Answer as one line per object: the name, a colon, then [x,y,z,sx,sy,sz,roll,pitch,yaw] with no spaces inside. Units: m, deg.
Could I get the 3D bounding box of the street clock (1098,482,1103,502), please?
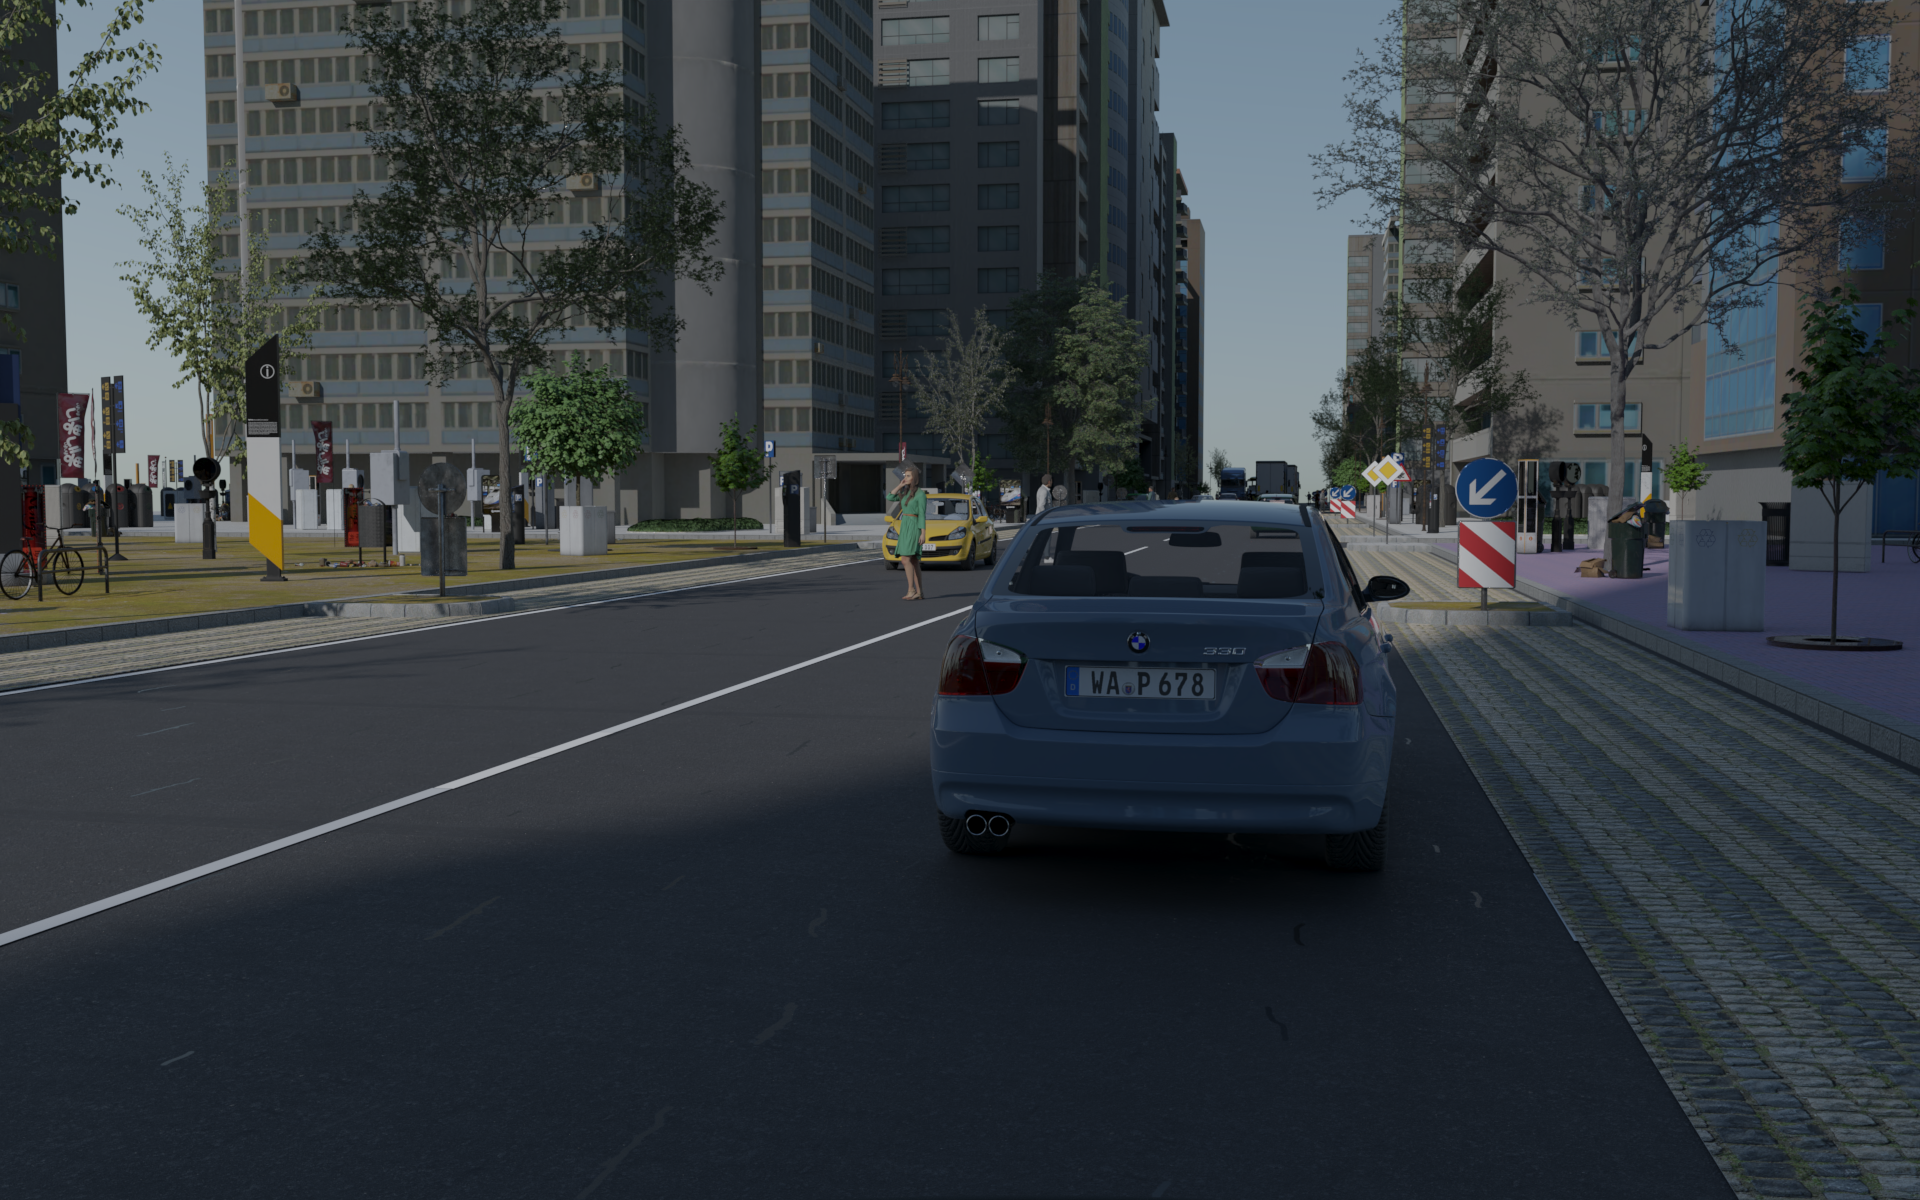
street clock: [8.644,-6.240,106.595,0.358,2.002,0.471,1,4,22]

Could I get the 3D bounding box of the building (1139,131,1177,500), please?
building: [16.351,-31.079,191.733,14.154,41.232,14.086,1,4,11]

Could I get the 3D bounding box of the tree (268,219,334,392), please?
tree: [-16.253,-5.357,37.943,4.737,8.622,4.395,0,3,0]

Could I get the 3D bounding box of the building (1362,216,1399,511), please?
building: [54.249,-28.529,158.324,32.217,40.220,23.993,1,4,11]

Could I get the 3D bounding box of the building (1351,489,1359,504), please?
building: [67.543,-32.537,223.867,32.217,40.220,23.993,1,4,11]

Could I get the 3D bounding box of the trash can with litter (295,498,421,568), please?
trash can with litter: [-10.720,-1.206,30.776,2.233,1.210,1.678,1,4,16]

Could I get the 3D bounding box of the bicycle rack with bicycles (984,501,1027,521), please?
bicycle rack with bicycles: [1.751,-4.327,84.126,2.925,0.926,2.852,-2,4,-29]

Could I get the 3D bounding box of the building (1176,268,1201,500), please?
building: [19.477,-34.551,256.787,32.217,40.220,23.993,1,4,11]

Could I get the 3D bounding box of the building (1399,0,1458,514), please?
building: [36.645,-26.463,116.259,14.154,41.232,14.086,1,4,11]

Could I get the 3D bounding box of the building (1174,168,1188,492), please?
building: [18.498,-35.142,229.195,22.147,44.769,28.867,1,4,11]

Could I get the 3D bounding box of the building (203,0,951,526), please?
building: [-17.321,-23.754,80.257,32.217,40.220,23.993,1,4,11]

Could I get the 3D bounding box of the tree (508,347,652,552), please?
tree: [-8.623,-3.388,39.115,4.285,4.588,4.351,0,3,0]

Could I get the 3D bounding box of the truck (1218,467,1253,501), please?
truck: [28.966,-11.689,180.876,2.967,4.110,18.799,1,4,12]

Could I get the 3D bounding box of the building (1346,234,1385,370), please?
building: [67.924,-36.042,272.880,14.154,41.232,14.086,1,4,11]

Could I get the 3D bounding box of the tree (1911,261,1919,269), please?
tree: [21.830,-5.202,35.408,4.737,8.622,4.395,0,3,0]

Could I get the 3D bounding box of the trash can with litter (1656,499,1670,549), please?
trash can with litter: [16.462,-1.803,40.860,0.624,1.170,1.055,1,4,17]

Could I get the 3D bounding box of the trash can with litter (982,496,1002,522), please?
trash can with litter: [1.086,-4.231,80.231,1.678,1.210,2.233,-2,4,-34]

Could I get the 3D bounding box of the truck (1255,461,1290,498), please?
truck: [27.214,-9.906,150.880,2.839,4.237,11.283,1,4,12]

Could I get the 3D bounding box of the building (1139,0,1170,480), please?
building: [5.450,-35.666,172.369,28.713,52.752,27.495,1,4,11]

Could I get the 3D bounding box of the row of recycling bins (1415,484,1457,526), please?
row of recycling bins: [19.727,-3.964,71.925,1.069,1.692,3.534,0,4,-1]

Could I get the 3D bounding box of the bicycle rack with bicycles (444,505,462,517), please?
bicycle rack with bicycles: [-17.977,-2.762,58.546,2.852,0.926,2.925,0,4,3]

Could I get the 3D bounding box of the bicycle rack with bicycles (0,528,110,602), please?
bicycle rack with bicycles: [-12.011,-0.485,21.319,2.852,0.926,2.925,0,4,-1]

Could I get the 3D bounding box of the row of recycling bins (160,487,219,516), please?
row of recycling bins: [-45.267,-5.786,101.706,1.069,1.692,3.534,2,4,32]

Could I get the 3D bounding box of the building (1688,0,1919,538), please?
building: [32.351,-24.723,54.330,14.200,45.320,14.600,1,4,11]

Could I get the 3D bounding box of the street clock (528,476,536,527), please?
street clock: [-16.821,-3.893,68.227,0.471,2.002,0.358,-2,4,-28]

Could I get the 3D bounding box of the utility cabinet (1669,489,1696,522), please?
utility cabinet: [27.103,-3.441,64.935,1.173,1.500,0.318,-2,4,-32]

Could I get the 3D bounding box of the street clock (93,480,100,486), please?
street clock: [-47.058,-5.487,94.280,0.358,2.002,0.471,-2,4,-28]

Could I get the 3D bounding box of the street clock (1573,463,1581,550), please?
street clock: [14.020,-2.158,39.854,0.471,2.002,0.358,-2,4,-24]

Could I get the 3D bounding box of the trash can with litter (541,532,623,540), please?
trash can with litter: [-10.471,-2.286,48.427,2.233,1.210,1.678,2,4,28]

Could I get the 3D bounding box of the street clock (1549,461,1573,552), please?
street clock: [13.174,-2.057,38.196,0.358,2.002,0.471,3,5,43]

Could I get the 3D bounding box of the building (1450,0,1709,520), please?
building: [35.001,-27.922,80.233,21.300,48.544,21.600,1,4,11]

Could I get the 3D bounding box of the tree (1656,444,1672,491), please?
tree: [24.080,-3.854,57.621,1.663,3.219,1.824,0,3,0]

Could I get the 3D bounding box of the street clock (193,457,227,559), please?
street clock: [-14.800,-1.805,34.083,0.471,2.002,0.358,0,4,-2]

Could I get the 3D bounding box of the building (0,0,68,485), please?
building: [-55.989,-27.640,75.620,21.600,48.544,21.300,1,4,11]

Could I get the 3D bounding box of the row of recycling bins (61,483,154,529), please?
row of recycling bins: [-32.446,-3.581,65.660,1.069,1.692,3.534,3,4,38]

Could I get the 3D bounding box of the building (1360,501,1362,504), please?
building: [59.427,-29.959,181.714,32.217,40.220,23.993,1,4,11]

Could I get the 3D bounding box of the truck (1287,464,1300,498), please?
truck: [31.724,-11.054,169.639,2.839,4.237,11.283,1,4,12]

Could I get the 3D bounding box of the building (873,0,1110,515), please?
building: [1.898,-26.204,112.033,14.154,41.232,14.086,1,4,11]

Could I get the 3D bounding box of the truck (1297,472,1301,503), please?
truck: [42.256,-14.271,222.250,2.839,4.237,11.283,1,4,12]

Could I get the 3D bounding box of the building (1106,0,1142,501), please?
building: [3.226,-36.807,143.786,21.231,58.520,28.212,1,4,11]

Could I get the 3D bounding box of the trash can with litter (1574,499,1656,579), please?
trash can with litter: [9.932,-0.920,26.430,1.055,1.170,0.624,3,5,39]

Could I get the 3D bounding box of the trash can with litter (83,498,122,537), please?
trash can with litter: [-25.607,-2.470,51.773,0.624,1.170,1.055,1,4,11]

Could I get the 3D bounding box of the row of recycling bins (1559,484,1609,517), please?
row of recycling bins: [25.005,-3.801,69.260,1.069,1.692,3.534,3,5,44]

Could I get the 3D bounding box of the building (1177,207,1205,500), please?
building: [31.324,-38.180,274.356,14.600,45.320,14.200,1,4,11]

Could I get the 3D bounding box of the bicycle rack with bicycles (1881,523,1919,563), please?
bicycle rack with bicycles: [18.316,-1.120,31.693,2.852,0.926,2.925,0,4,-5]

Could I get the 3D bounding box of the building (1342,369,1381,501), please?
building: [69.856,-24.844,251.243,27.650,21.520,28.899,1,4,11]

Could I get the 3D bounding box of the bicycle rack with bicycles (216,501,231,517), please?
bicycle rack with bicycles: [-39.331,-4.782,91.572,2.925,0.926,2.852,-2,4,-25]
